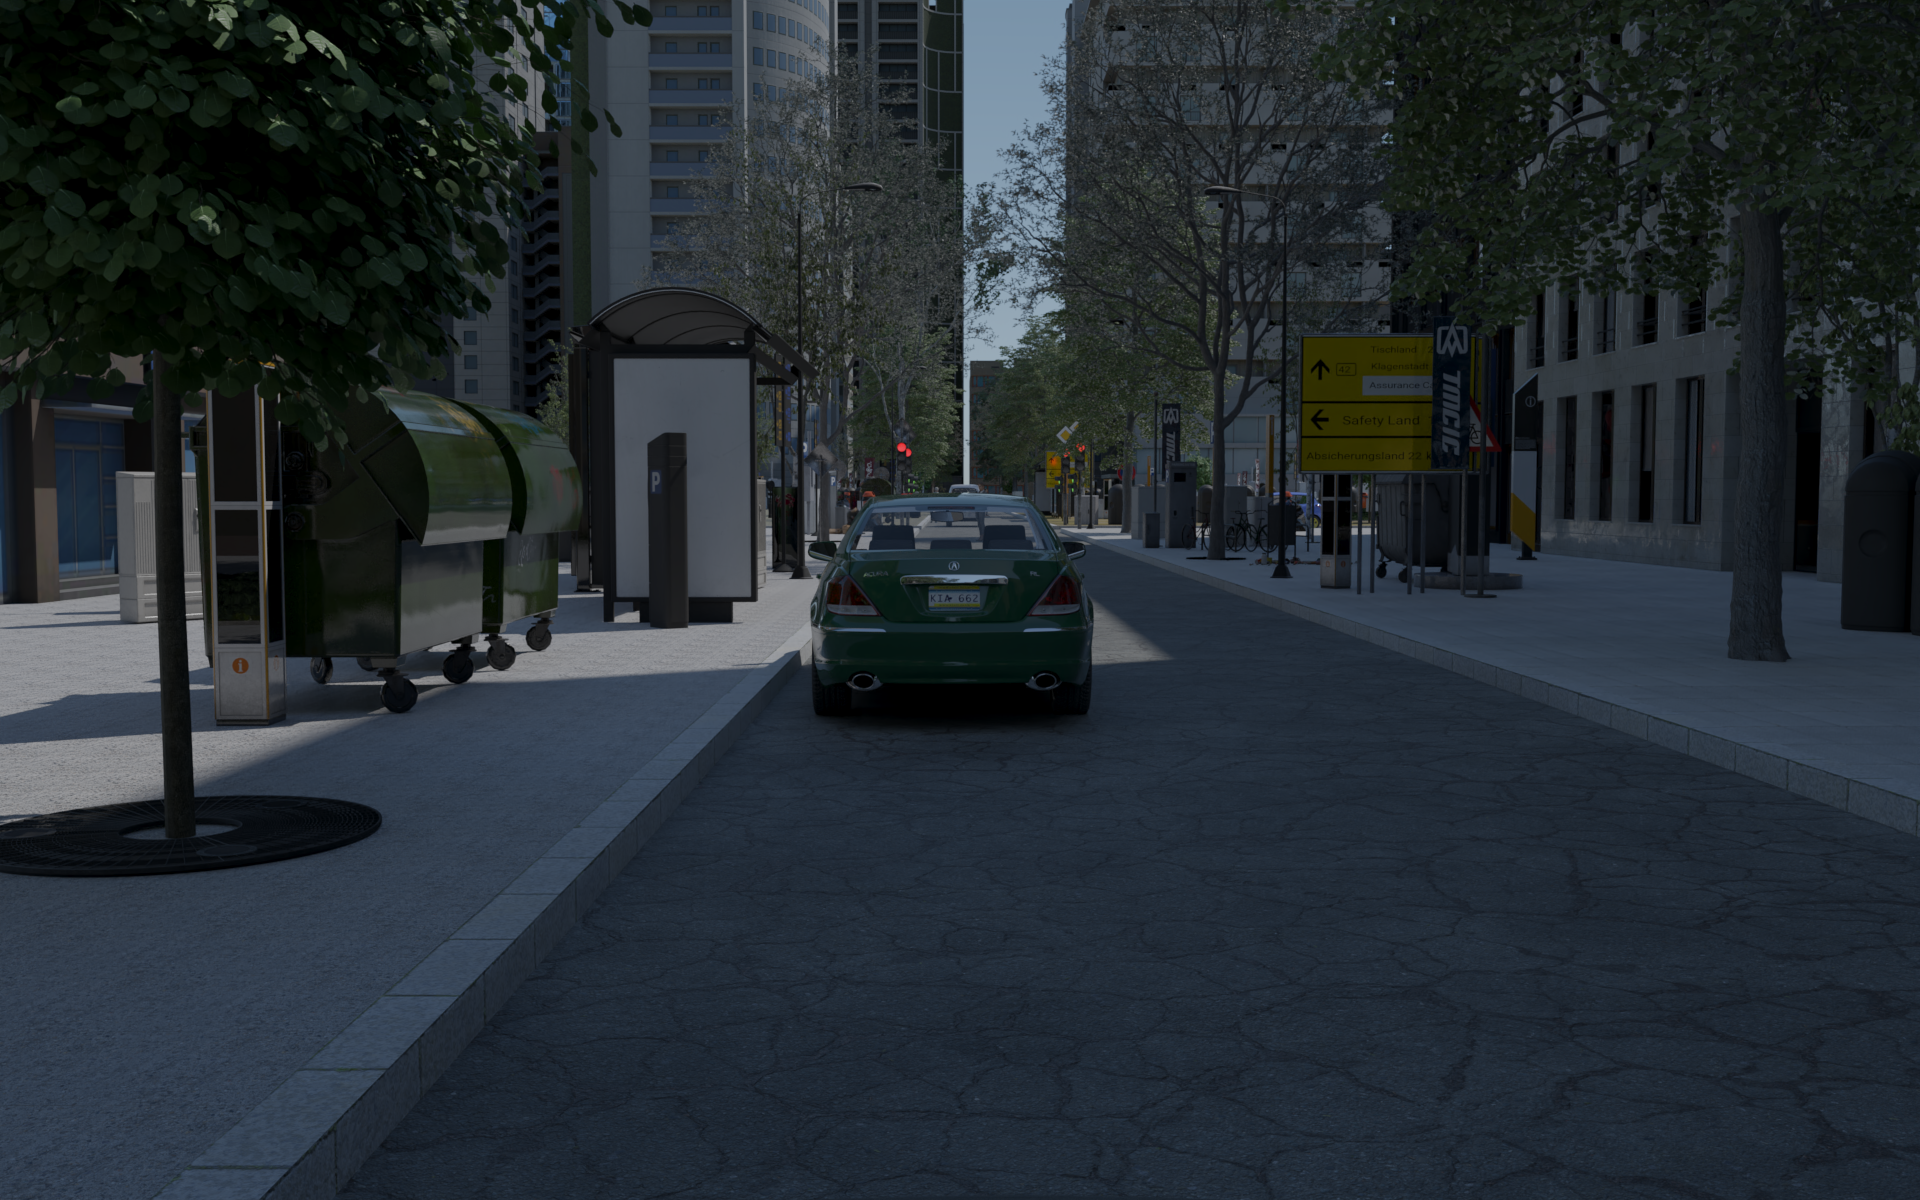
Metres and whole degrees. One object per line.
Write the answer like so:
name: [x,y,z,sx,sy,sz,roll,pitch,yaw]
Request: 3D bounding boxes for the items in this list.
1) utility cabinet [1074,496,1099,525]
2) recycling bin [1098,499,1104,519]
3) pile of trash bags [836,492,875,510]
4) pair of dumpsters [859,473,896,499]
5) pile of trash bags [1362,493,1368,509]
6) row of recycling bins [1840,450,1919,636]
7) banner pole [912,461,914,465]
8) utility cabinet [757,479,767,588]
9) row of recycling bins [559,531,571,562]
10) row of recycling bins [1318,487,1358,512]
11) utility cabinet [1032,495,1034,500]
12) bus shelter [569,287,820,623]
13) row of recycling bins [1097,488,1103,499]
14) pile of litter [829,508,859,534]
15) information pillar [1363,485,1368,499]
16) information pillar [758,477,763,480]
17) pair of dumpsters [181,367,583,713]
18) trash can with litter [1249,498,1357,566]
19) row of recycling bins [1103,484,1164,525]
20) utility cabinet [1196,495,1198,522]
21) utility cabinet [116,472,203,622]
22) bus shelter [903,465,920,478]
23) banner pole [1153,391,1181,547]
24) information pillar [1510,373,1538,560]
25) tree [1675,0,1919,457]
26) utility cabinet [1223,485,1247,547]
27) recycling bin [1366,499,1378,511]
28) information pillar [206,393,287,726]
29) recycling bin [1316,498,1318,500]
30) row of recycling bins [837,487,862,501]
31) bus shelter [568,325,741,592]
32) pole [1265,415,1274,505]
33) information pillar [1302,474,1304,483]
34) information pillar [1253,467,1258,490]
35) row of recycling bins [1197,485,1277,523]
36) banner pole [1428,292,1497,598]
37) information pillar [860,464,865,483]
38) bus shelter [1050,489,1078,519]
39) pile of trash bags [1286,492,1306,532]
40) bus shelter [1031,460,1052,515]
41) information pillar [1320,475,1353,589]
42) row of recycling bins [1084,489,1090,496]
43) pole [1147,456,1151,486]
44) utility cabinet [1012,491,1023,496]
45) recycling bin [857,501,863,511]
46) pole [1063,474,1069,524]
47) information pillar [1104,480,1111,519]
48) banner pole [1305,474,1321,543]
utility cabinet: [5.291,-3.756,72.578,1.020,1.237,0.306,2,4,35]
recycling bin: [7.313,-4.712,89.599,0.722,1.027,0.722,2,4,31]
pile of trash bags: [-5.227,-5.398,98.010,3.447,1.369,1.912,2,4,31]
pair of dumpsters: [-3.696,-4.584,77.435,1.574,2.255,4.437,0,4,0]
pile of trash bags: [22.597,-5.722,103.302,3.447,1.369,1.912,0,4,5]
row of recycling bins: [9.262,-0.490,15.122,1.069,1.692,3.534,-1,4,-21]
banner pole: [-3.488,-8.466,128.432,0.401,3.779,0.863,1,4,17]
utility cabinet: [-2.843,-0.894,23.293,0.318,1.500,1.173,0,4,4]
row of recycling bins: [-7.150,-1.581,32.964,3.534,1.692,1.069,-1,4,-9]
row of recycling bins: [19.192,-4.956,88.145,1.069,1.692,3.534,-1,4,-11]
utility cabinet: [6.512,-8.147,144.365,1.020,1.237,0.306,-2,4,-31]
bus shelter: [-2.814,-1.578,19.720,2.014,3.302,5.546,0,4,0]
row of recycling bins: [9.392,-5.527,97.486,3.534,1.692,1.069,3,4,38]
pile of litter: [-3.640,-2.541,55.514,1.176,0.858,1.719,0,4,-7]
information pillar: [30.399,-8.484,130.069,0.504,3.616,0.183,0,4,-5]
information pillar: [-8.412,-4.164,72.576,0.304,2.012,0.304,0,4,5]
pair of dumpsters: [-3.834,-0.585,12.060,1.574,2.255,4.437,0,4,0]
trash can with litter: [6.292,-1.260,31.657,2.233,1.210,1.678,0,4,-1]
row of recycling bins: [7.977,-4.019,72.828,3.534,1.692,1.069,-1,4,-14]
utility cabinet: [10.588,-4.135,78.769,0.306,1.237,1.020,-1,4,-10]
utility cabinet: [-7.892,-0.543,17.556,0.318,1.500,1.173,2,4,32]
bus shelter: [-4.023,-8.901,136.814,1.731,3.624,6.357,0,4,0]
banner pole: [4.969,-3.185,42.093,0.863,3.779,0.401,2,4,23]
information pillar: [10.936,-2.580,33.539,0.504,3.616,0.183,-1,4,-8]
tree: [10.542,-4.252,19.880,4.737,8.622,4.395,0,3,0]
utility cabinet: [6.598,-2.039,42.015,0.318,1.500,1.173,2,4,33]
recycling bin: [23.205,-5.177,97.203,0.722,1.027,0.722,0,4,5]
information pillar: [-3.972,-0.316,9.651,0.304,2.012,0.304,0,4,-2]
recycling bin: [22.674,-6.049,111.454,0.722,1.027,0.722,2,4,26]
row of recycling bins: [-6.993,-6.172,108.032,1.069,1.692,3.534,-3,4,-36]
bus shelter: [-4.276,-2.103,25.660,1.731,3.624,6.357,0,4,0]
pole: [7.990,-3.110,44.695,0.158,3.312,0.155,0,3,0]
information pillar: [26.864,-8.825,135.636,0.183,3.616,0.504,0,4,-4]
information pillar: [23.270,-8.855,136.133,0.504,3.616,0.183,-2,4,-35]
row of recycling bins: [12.320,-4.275,77.005,3.534,1.692,1.069,1,4,15]
banner pole: [6.246,-1.923,21.466,0.863,3.779,0.401,1,4,9]
information pillar: [-6.826,-8.028,122.615,0.504,3.616,0.183,2,4,29]
bus shelter: [5.887,-7.156,94.628,2.179,5.291,8.768,0,3,0]
pile of trash bags: [11.275,-3.114,60.660,1.912,1.369,3.447,1,4,15]
bus shelter: [5.295,-6.628,102.296,2.014,3.302,5.546,0,4,0]
information pillar: [5.110,-1.163,23.507,0.304,2.012,0.304,-2,4,-31]
row of recycling bins: [11.017,-7.793,134.529,3.534,1.692,1.069,2,4,30]
pole: [10.143,-6.066,93.029,0.158,3.312,0.155,0,3,0]
utility cabinet: [4.780,-8.296,144.316,0.318,1.500,1.173,2,4,34]
recycling bin: [-3.325,-3.140,63.886,0.722,1.027,0.722,-2,4,-29]
pole: [4.507,-4.876,73.562,0.158,3.312,0.155,0,3,0]
information pillar: [7.522,-5.132,88.395,0.304,2.012,0.304,2,4,25]
banner pole: [9.468,-3.381,45.293,0.863,3.779,0.401,0,4,-4]
